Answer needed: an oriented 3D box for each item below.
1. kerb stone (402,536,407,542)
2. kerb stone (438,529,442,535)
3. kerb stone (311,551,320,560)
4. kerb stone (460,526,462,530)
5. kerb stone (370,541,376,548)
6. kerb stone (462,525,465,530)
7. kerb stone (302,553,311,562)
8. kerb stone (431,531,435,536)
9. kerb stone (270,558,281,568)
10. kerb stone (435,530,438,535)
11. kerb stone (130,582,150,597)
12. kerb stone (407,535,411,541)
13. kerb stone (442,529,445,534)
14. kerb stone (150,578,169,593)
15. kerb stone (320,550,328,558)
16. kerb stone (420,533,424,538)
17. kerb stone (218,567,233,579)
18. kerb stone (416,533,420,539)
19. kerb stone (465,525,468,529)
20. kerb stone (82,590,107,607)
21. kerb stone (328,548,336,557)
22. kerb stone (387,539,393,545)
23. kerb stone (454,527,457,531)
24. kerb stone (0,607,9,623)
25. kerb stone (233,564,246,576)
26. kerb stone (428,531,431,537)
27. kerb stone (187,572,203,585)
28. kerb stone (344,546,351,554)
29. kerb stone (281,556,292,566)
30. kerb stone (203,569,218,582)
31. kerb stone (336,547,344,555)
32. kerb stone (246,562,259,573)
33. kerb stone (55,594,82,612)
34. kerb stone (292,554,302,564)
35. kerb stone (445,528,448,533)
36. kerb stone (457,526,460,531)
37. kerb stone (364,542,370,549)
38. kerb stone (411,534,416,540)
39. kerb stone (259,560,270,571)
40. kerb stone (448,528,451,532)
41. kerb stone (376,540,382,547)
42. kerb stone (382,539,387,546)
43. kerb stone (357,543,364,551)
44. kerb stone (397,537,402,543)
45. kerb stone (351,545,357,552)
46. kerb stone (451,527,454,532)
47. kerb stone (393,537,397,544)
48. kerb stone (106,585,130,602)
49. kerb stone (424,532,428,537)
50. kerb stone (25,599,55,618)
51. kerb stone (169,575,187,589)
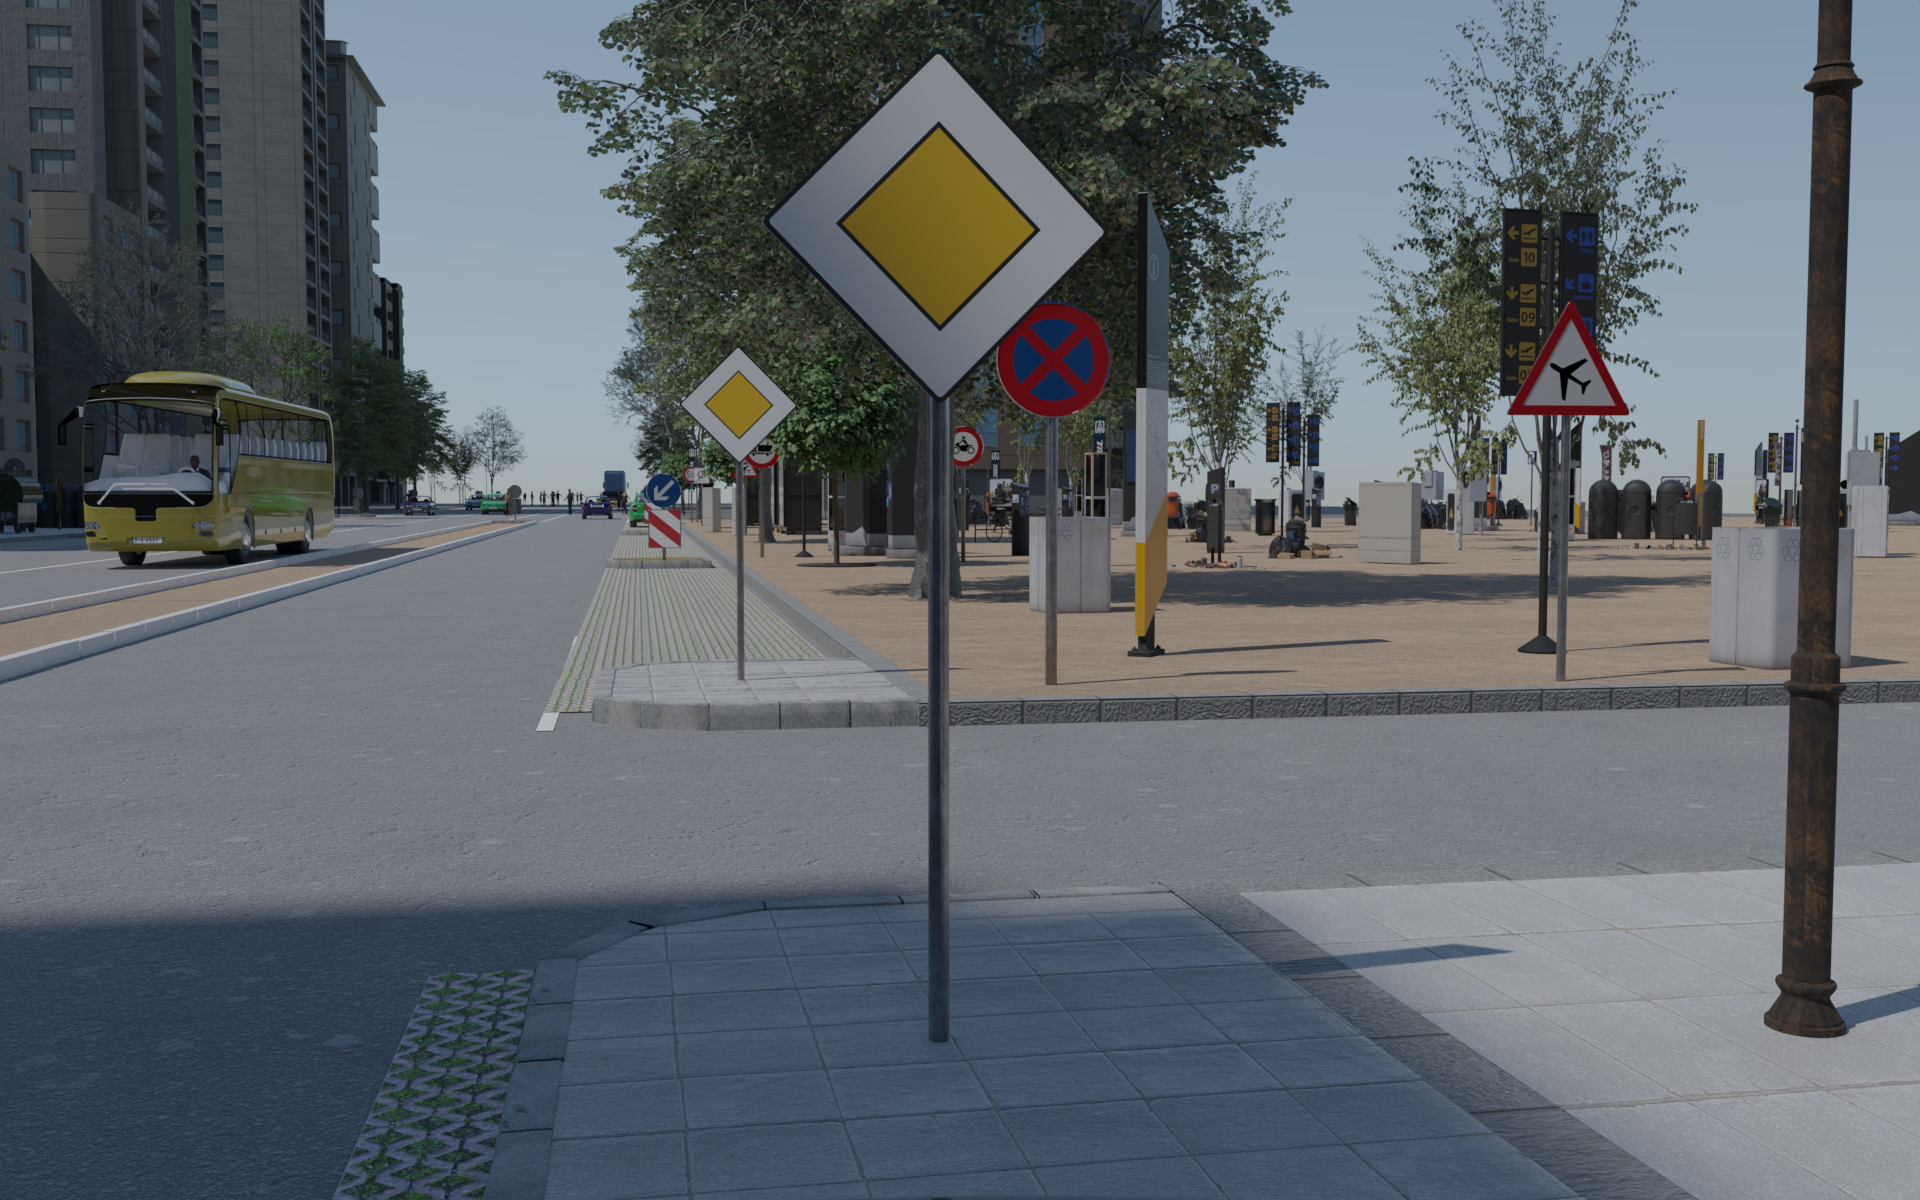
[{"bbox_3d":[-16.666,-1.793,51.532,0.120,0.150,1.000,-1,4,-10],"label":"kerb stone"},{"bbox_3d":[-18.346,-2.350,60.615,0.120,0.150,1.000,-1,4,-10],"label":"kerb stone"},{"bbox_3d":[-14.039,-0.932,37.428,0.120,0.150,1.000,-1,4,-10],"label":"kerb stone"},{"bbox_3d":[-19.656,-2.782,67.681,0.120,0.150,1.000,-1,4,-10],"label":"kerb stone"},{"bbox_3d":[-15.544,-1.423,45.486,0.120,0.150,1.000,-1,4,-10],"label":"kerb stone"},{"bbox_3d":[-19.847,-2.839,68.692,0.120,0.150,1.000,-1,4,-10],"label":"kerb stone"},{"bbox_3d":[-13.857,-0.870,36.423,0.120,0.150,1.000,-1,4,-10],"label":"kerb stone"},{"bbox_3d":[-17.972,-2.225,58.599,0.120,0.150,1.000,-1,4,-10],"label":"kerb stone"},{"bbox_3d":[-13.302,-0.684,33.387,0.120,0.150,1.000,-1,4,-10],"label":"kerb stone"},{"bbox_3d":[-18.170,-2.287,59.608,0.120,0.150,1.000,-1,4,-10],"label":"kerb stone"},{"bbox_3d":[-11.613,-0.129,24.309,0.120,0.150,1.000,-1,4,-10],"label":"kerb stone"},{"bbox_3d":[-16.857,-1.850,52.553,0.120,0.150,1.000,-1,4,-10],"label":"kerb stone"},{"bbox_3d":[-18.540,-2.406,61.619,0.120,0.150,1.000,-1,4,-10],"label":"kerb stone"},{"bbox_3d":[-11.800,-0.185,25.315,0.120,0.150,1.000,-1,4,-10],"label":"kerb stone"},{"bbox_3d":[-14.230,-0.993,38.432,0.120,0.150,1.000,-1,4,-10],"label":"kerb stone"},{"bbox_3d":[-17.416,-2.042,55.576,0.120,0.150,1.000,-1,4,-10],"label":"kerb stone"},{"bbox_3d":[-12.546,-0.437,29.343,0.120,0.150,1.000,-1,4,-10],"label":"kerb stone"},{"bbox_3d":[-17.215,-1.980,54.568,0.120,0.150,1.000,-1,4,-10],"label":"kerb stone"},{"bbox_3d":[-20.030,-2.906,69.702,0.120,0.150,1.000,-1,4,-10],"label":"kerb stone"},{"bbox_3d":[-11.234,-0.004,22.299,0.120,0.150,1.000,-1,4,-10],"label":"kerb stone"},{"bbox_3d":[-14.420,-1.055,39.445,0.120,0.150,1.000,-1,4,-10],"label":"kerb stone"},{"bbox_3d":[-16.101,-1.610,48.517,0.120,0.150,1.000,-1,4,-10],"label":"kerb stone"},{"bbox_3d":[-19.288,-2.658,65.667,0.120,0.150,1.000,-1,4,-10],"label":"kerb stone"},{"bbox_3d":[-10.680,0.178,19.278,0.120,0.150,1.000,-1,4,-10],"label":"kerb stone"},{"bbox_3d":[-12.735,-0.499,30.354,0.120,0.150,1.000,-1,4,-10],"label":"kerb stone"},{"bbox_3d":[-17.787,-2.161,57.587,0.120,0.150,1.000,-1,4,-10],"label":"kerb stone"},{"bbox_3d":[-12.170,-0.314,27.326,0.120,0.150,1.000,-1,4,-10],"label":"kerb stone"},{"bbox_3d":[-14.795,-1.174,41.461,0.120,0.150,1.000,-1,4,-10],"label":"kerb stone"},{"bbox_3d":[-13.487,-0.744,34.398,0.120,0.150,1.000,-1,4,-10],"label":"kerb stone"},{"bbox_3d":[-12.368,-0.376,28.337,0.120,0.150,1.000,-1,4,-10],"label":"kerb stone"},{"bbox_3d":[-14.594,-1.117,40.452,0.120,0.150,1.000,-1,4,-10],"label":"kerb stone"},{"bbox_3d":[-12.920,-0.560,31.359,0.120,0.150,1.000,-1,4,-10],"label":"kerb stone"},{"bbox_3d":[-11.048,0.056,21.294,0.120,0.150,1.000,-1,4,-10],"label":"kerb stone"},{"bbox_3d":[-13.670,-0.807,35.407,0.120,0.150,1.000,-1,4,-10],"label":"kerb stone"},{"bbox_3d":[-18.720,-2.473,62.637,0.120,0.150,1.000,-1,4,-10],"label":"kerb stone"},{"bbox_3d":[-19.472,-2.720,66.672,0.120,0.150,1.000,-1,4,-10],"label":"kerb stone"},{"bbox_3d":[-15.353,-1.361,44.482,0.120,0.150,1.000,-1,4,-10],"label":"kerb stone"},{"bbox_3d":[-17.035,-1.918,53.559,0.120,0.150,1.000,-1,4,-10],"label":"kerb stone"},{"bbox_3d":[-13.105,-0.621,32.370,0.120,0.150,1.000,-1,4,-10],"label":"kerb stone"},{"bbox_3d":[-18.914,-2.535,63.640,0.120,0.150,1.000,-1,4,-10],"label":"kerb stone"},{"bbox_3d":[-15.725,-1.486,46.496,0.120,0.150,1.000,-1,4,-10],"label":"kerb stone"},{"bbox_3d":[-15.919,-1.548,47.512,0.120,0.150,1.000,-1,4,-10],"label":"kerb stone"},{"bbox_3d":[-15.159,-1.298,43.478,0.120,0.150,1.000,-1,4,-10],"label":"kerb stone"},{"bbox_3d":[-16.473,-1.723,50.529,0.120,0.150,1.000,-1,4,-10],"label":"kerb stone"},{"bbox_3d":[-14.985,-1.240,42.471,0.120,0.150,1.000,-1,4,-10],"label":"kerb stone"},{"bbox_3d":[-19.098,-2.593,64.657,0.120,0.150,1.000,-1,4,-10],"label":"kerb stone"},{"bbox_3d":[-16.290,-1.667,49.523,0.120,0.150,1.000,-1,4,-10],"label":"kerb stone"},{"bbox_3d":[-11.418,-0.068,23.304,0.120,0.150,1.000,-1,4,-10],"label":"kerb stone"},{"bbox_3d":[-17.599,-2.100,56.582,0.120,0.150,1.000,-1,4,-10],"label":"kerb stone"},{"bbox_3d":[-10.867,0.119,20.284,0.120,0.150,1.000,-1,4,-10],"label":"kerb stone"},{"bbox_3d":[-11.982,-0.252,26.322,0.120,0.150,1.000,-1,4,-10],"label":"kerb stone"}]
